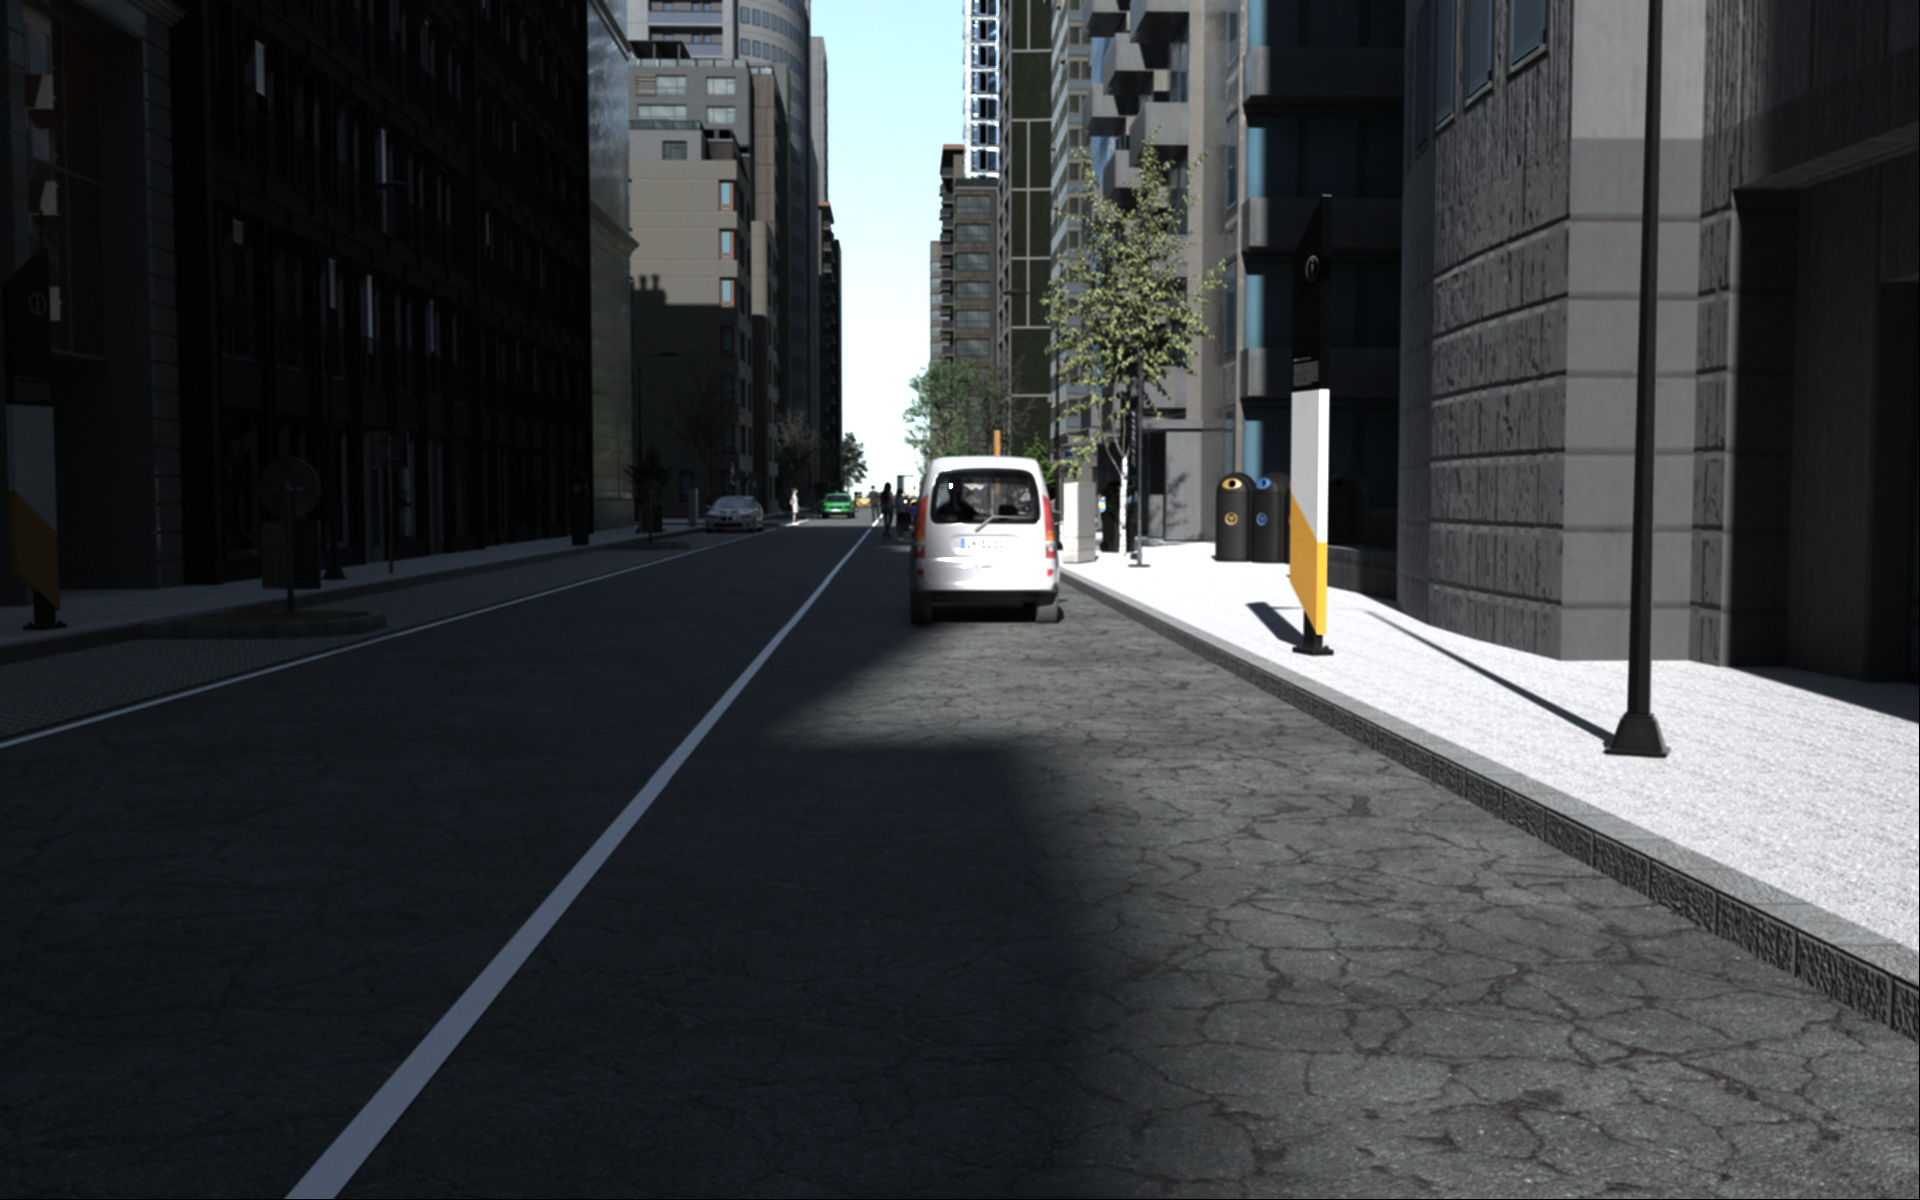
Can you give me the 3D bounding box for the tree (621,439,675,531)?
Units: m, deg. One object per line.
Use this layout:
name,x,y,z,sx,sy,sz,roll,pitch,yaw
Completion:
tree,-10.647,-4.017,60.284,1.663,3.219,1.824,0,3,0

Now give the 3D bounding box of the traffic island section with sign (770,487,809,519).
traffic island section with sign,-9.973,-5.614,100.412,1.989,1.847,2.006,0,4,-2

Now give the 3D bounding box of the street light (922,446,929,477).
street light,-2.716,-11.933,167.643,1.470,5.913,1.316,0,4,-2

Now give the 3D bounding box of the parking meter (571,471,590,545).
parking meter,-9.488,-2.299,43.293,0.399,1.863,0.255,1,4,14

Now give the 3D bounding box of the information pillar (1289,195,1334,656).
information pillar,2.811,-1.378,13.884,0.183,3.616,0.504,-1,4,-17

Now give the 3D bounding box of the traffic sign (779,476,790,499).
traffic sign,-12.408,-7.494,122.632,0.768,2.556,0.104,0,4,6

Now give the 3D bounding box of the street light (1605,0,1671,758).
street light,2.823,-2.193,8.400,1.470,5.913,1.316,0,4,-2

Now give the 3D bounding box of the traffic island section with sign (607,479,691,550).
traffic island section with sign,-8.061,-2.230,45.096,1.989,1.847,2.006,0,4,-2

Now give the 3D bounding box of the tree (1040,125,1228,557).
tree,3.393,-5.209,35.533,4.737,8.622,4.395,0,3,0

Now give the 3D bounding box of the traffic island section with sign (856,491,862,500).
traffic island section with sign,-16.468,-17.060,287.565,1.989,1.847,2.006,0,4,-2

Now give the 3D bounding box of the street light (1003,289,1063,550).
street light,1.682,-4.096,39.505,1.470,5.913,1.316,0,4,-2

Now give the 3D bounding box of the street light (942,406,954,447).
street light,-0.050,-7.286,91.664,1.470,5.913,1.316,0,4,-2

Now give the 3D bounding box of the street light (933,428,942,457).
street light,-1.219,-9.153,122.192,1.470,5.913,1.316,0,4,-2

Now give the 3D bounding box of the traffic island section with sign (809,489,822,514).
traffic island section with sign,-10.916,-7.276,127.583,1.989,1.847,2.006,0,4,-2

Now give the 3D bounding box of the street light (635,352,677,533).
street light,-9.958,-5.154,56.809,1.470,5.913,1.316,0,4,-2

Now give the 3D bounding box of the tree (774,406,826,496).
tree,-14.045,-12.138,148.823,4.360,8.622,3.978,0,3,0

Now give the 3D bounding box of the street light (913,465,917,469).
street light,-5.649,-16.977,250.115,1.470,5.913,1.316,0,4,-2

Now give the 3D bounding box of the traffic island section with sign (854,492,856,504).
traffic island section with sign,-13.583,-11.994,204.731,1.989,1.847,2.006,0,4,-2

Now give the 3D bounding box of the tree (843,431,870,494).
tree,-20.142,-24.102,312.196,7.486,12.596,7.792,0,3,0

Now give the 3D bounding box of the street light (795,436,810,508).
street light,-12.686,-10.175,138.902,1.470,5.913,1.316,0,4,-2

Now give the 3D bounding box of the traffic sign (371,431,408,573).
traffic sign,-9.227,-1.585,28.037,0.606,2.300,0.079,0,4,2

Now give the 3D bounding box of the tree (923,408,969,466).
tree,-1.088,-11.816,143.557,4.737,8.622,4.395,0,3,0

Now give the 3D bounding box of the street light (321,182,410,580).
street light,-8.869,-3.263,25.883,1.470,5.913,1.316,0,4,-2

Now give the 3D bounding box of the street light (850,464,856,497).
street light,-17.287,-18.069,267.971,1.470,5.913,1.316,0,4,-2

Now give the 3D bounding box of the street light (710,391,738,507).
street light,-10.657,-6.440,77.834,1.470,5.913,1.316,0,4,-2

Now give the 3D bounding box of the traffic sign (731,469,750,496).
traffic sign,-8.886,-4.064,70.088,0.795,2.450,0.064,0,4,-2

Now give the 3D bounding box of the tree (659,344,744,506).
tree,-12.284,-8.185,84.185,4.360,8.622,3.978,0,3,0

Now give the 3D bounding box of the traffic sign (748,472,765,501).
traffic sign,-9.163,-4.552,78.068,0.795,2.450,0.064,0,4,-2

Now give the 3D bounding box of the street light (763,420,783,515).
street light,-11.739,-8.307,108.366,1.470,5.913,1.316,0,4,-2

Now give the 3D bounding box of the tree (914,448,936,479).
tree,-4.328,-17.710,239.921,4.360,8.622,3.978,0,3,0

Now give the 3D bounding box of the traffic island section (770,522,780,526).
traffic island section,-9.187,-3.416,78.129,2.009,0.180,2.903,0,4,-2

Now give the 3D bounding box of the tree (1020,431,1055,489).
tree,2.242,-3.580,53.129,1.663,3.219,1.824,0,3,0

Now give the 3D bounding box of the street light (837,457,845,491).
street light,-15.427,-14.901,216.177,1.470,5.913,1.316,0,4,-2

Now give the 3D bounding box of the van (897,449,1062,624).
van,0.242,-0.827,20.535,2.013,2.044,4.112,0,4,-1

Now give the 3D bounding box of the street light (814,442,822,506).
street light,-13.257,-11.120,154.347,1.470,5.913,1.316,0,4,-2

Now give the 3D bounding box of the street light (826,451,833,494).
street light,-14.408,-13.031,185.593,1.470,5.913,1.316,0,4,-2

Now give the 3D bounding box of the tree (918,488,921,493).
tree,-6.144,-17.808,285.760,1.663,3.219,1.824,0,3,0

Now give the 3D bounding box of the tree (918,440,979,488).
tree,0.068,-7.389,104.523,4.285,4.588,4.351,0,3,0

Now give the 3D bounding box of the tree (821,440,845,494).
tree,-17.199,-17.003,228.357,4.737,8.622,4.395,0,3,0

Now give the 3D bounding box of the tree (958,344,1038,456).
tree,1.701,-8.273,85.628,4.360,8.622,3.978,0,3,0

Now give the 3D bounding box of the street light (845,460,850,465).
street light,-16.191,-16.202,237.440,1.470,5.913,1.316,0,4,-2

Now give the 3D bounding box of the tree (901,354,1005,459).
tree,-0.652,-12.317,127.138,9.928,11.665,9.643,0,3,0

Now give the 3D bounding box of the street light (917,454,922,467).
street light,-3.885,-13.862,199.180,1.470,5.913,1.316,0,4,-2

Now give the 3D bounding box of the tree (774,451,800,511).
tree,-13.881,-9.083,132.213,4.285,4.588,4.351,0,3,0

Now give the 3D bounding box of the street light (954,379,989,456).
street light,0.609,-5.975,70.228,1.470,5.913,1.316,0,4,-2

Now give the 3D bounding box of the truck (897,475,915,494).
truck,-8.188,-16.678,261.596,2.839,4.237,11.283,0,4,-1

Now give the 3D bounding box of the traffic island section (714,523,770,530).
traffic island section,-8.909,-2.928,70.149,2.009,0.180,2.903,0,4,-2

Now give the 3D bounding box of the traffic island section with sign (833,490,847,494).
traffic island section with sign,-12.641,-10.330,177.522,1.989,1.847,2.006,0,4,-2

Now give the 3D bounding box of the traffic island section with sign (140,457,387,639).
traffic island section with sign,-7.103,-0.571,17.962,1.989,1.847,2.006,0,4,-2
